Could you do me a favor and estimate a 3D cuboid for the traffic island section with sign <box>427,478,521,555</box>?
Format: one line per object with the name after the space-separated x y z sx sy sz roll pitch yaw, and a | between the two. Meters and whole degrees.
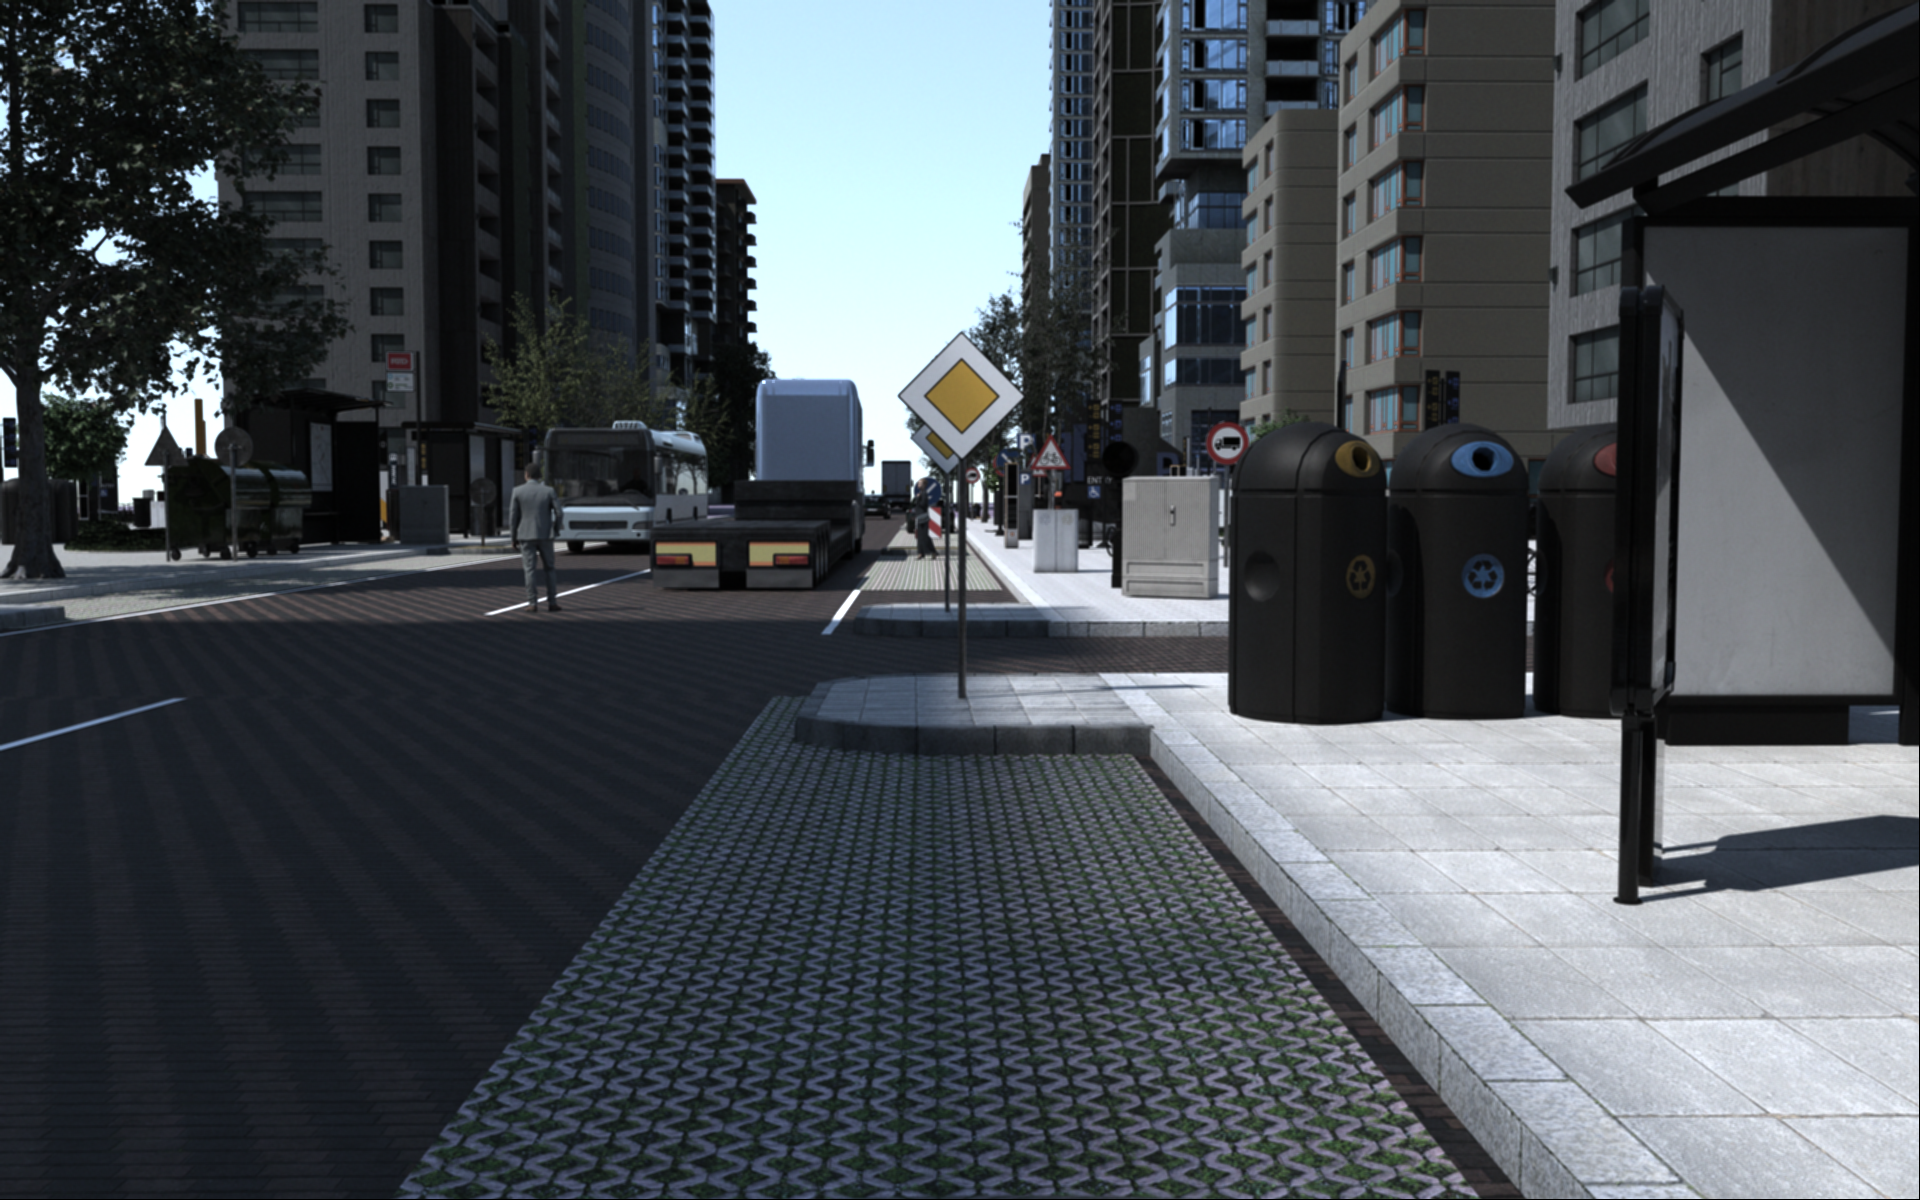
-11.539 -2.015 41.574 1.989 1.847 2.006 0 4 -1 | traffic island section with sign

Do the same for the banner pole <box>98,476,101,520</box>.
-36.474 -5.102 73.438 0.401 3.779 0.863 -1 4 -19 | banner pole

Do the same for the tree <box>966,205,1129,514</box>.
2.373 -5.780 44.873 4.360 8.622 3.978 0 3 0 | tree

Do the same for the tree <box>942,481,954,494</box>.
-1.885 -14.127 225.574 1.663 3.219 1.824 0 3 0 | tree

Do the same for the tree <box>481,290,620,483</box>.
-14.852 -6.813 61.752 4.737 8.622 4.395 0 3 0 | tree

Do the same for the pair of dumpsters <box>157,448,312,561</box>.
-14.735 -2.007 35.316 1.574 2.255 4.437 0 4 -1 | pair of dumpsters

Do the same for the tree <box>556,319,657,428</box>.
-15.134 -7.498 72.951 4.360 8.622 3.978 0 3 0 | tree

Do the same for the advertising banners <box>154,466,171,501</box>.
-41.999 -5.795 90.934 0.090 3.025 2.074 1 4 18 | advertising banners

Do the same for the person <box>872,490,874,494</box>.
-6.507 -7.385 129.963 1.217 1.735 0.721 0 4 6 | person

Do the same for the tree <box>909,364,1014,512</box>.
0.227 -12.134 124.146 9.928 11.665 9.643 0 3 0 | tree

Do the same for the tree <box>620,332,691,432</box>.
-15.130 -7.914 79.753 4.737 8.622 4.395 0 3 0 | tree

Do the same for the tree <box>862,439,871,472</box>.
-17.717 -20.911 252.257 12.009 13.543 11.850 0 3 0 | tree

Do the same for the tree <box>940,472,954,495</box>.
0.950 -8.368 87.185 4.360 8.622 3.978 0 3 0 | tree

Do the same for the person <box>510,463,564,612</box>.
-5.157 -0.765 21.108 0.635 1.810 0.391 -2 4 -24 | person

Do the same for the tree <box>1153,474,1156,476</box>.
10.883 -5.903 91.118 1.663 3.219 1.824 0 3 0 | tree

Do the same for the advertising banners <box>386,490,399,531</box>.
-19.842 -3.945 60.695 2.074 3.025 0.090 0 4 1 | advertising banners

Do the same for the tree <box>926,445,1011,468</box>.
0.185 -16.649 182.573 12.009 13.543 11.850 0 3 0 | tree

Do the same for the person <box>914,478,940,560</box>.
-0.757 -1.748 37.509 0.534 1.772 0.576 -2 4 -24 | person

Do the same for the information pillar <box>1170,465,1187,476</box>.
5.581 -2.433 44.277 0.304 2.012 0.304 -3 5 -40 | information pillar

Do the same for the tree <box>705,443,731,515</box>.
-15.898 -7.680 109.289 4.285 4.588 4.351 0 3 0 | tree

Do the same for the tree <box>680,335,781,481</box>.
-15.802 -12.738 125.267 9.611 12.733 9.660 0 3 0 | tree

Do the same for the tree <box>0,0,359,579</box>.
-14.275 -6.689 26.368 9.611 12.733 9.660 0 3 0 | tree

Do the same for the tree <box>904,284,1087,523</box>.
1.355 -8.740 77.318 7.601 10.594 8.767 3 4 38 | tree

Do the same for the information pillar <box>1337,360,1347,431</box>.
6.612 -2.367 30.062 0.183 3.616 0.504 1 4 21 | information pillar

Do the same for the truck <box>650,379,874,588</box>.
-3.484 -2.749 34.700 2.967 4.110 18.799 0 4 -1 | truck

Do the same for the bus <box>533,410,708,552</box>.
-8.669 -3.129 46.012 2.948 3.499 13.247 0 4 -2 | bus

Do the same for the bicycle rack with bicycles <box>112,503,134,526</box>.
-33.064 -3.458 69.926 2.852 0.926 2.925 0 4 8 | bicycle rack with bicycles

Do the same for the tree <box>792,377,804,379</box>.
-16.406 -17.123 186.609 9.857 13.997 8.962 0 3 0 | tree

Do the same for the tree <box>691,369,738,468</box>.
-15.519 -9.292 102.287 4.737 8.622 4.395 0 3 0 | tree

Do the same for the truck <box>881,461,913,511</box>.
-5.481 -9.902 150.814 2.839 4.237 11.283 0 4 -1 | truck

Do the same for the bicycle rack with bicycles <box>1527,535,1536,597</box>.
7.736 -0.459 20.893 2.852 0.926 2.925 -3 5 -43 | bicycle rack with bicycles

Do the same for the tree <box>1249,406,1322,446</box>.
12.286 -4.954 64.715 4.285 4.588 4.351 0 3 0 | tree

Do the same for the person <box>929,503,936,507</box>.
-1.005 -2.601 53.629 0.523 1.515 0.503 -1 4 -21 | person

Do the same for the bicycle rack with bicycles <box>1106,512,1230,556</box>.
4.351 -1.298 34.602 2.852 0.926 2.925 -1 4 -9 | bicycle rack with bicycles

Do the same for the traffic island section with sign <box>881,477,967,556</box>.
-0.859 -1.969 40.825 1.989 1.847 2.006 0 4 -1 | traffic island section with sign

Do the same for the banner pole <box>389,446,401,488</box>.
-29.193 -6.099 89.729 0.863 3.779 0.401 1 4 15 | banner pole

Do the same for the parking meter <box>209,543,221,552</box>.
-16.442 -1.984 38.146 0.255 1.863 0.399 -1 4 -23 | parking meter

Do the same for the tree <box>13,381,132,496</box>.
-25.393 -4.027 49.549 4.285 4.588 4.351 0 3 0 | tree

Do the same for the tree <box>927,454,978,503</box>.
-0.705 -19.518 237.239 7.486 12.596 7.792 0 3 0 | tree

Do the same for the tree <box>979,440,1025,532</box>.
1.342 -3.918 58.667 1.663 3.219 1.824 0 3 0 | tree

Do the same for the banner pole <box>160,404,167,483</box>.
-22.136 -3.558 48.189 0.401 3.779 0.863 -2 4 -35 | banner pole
